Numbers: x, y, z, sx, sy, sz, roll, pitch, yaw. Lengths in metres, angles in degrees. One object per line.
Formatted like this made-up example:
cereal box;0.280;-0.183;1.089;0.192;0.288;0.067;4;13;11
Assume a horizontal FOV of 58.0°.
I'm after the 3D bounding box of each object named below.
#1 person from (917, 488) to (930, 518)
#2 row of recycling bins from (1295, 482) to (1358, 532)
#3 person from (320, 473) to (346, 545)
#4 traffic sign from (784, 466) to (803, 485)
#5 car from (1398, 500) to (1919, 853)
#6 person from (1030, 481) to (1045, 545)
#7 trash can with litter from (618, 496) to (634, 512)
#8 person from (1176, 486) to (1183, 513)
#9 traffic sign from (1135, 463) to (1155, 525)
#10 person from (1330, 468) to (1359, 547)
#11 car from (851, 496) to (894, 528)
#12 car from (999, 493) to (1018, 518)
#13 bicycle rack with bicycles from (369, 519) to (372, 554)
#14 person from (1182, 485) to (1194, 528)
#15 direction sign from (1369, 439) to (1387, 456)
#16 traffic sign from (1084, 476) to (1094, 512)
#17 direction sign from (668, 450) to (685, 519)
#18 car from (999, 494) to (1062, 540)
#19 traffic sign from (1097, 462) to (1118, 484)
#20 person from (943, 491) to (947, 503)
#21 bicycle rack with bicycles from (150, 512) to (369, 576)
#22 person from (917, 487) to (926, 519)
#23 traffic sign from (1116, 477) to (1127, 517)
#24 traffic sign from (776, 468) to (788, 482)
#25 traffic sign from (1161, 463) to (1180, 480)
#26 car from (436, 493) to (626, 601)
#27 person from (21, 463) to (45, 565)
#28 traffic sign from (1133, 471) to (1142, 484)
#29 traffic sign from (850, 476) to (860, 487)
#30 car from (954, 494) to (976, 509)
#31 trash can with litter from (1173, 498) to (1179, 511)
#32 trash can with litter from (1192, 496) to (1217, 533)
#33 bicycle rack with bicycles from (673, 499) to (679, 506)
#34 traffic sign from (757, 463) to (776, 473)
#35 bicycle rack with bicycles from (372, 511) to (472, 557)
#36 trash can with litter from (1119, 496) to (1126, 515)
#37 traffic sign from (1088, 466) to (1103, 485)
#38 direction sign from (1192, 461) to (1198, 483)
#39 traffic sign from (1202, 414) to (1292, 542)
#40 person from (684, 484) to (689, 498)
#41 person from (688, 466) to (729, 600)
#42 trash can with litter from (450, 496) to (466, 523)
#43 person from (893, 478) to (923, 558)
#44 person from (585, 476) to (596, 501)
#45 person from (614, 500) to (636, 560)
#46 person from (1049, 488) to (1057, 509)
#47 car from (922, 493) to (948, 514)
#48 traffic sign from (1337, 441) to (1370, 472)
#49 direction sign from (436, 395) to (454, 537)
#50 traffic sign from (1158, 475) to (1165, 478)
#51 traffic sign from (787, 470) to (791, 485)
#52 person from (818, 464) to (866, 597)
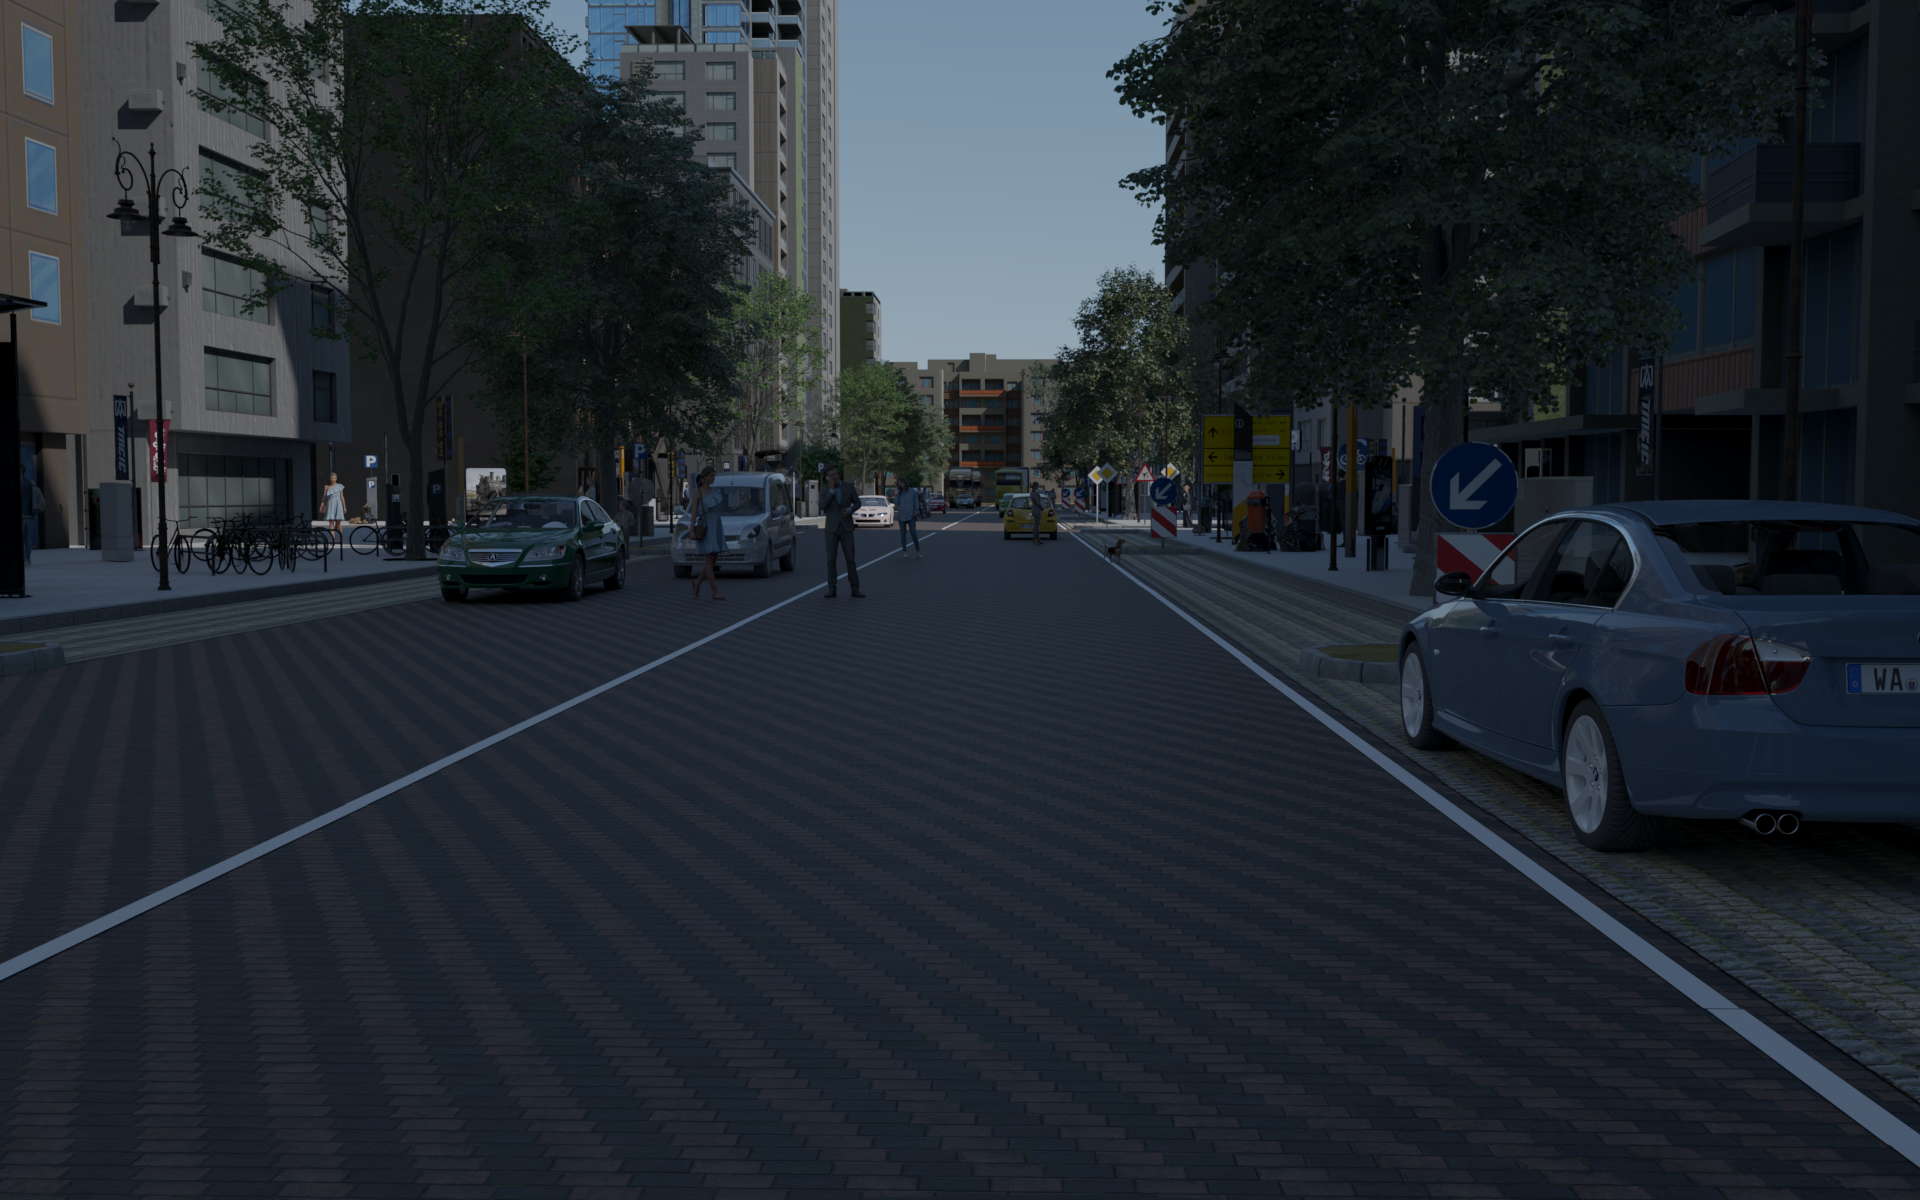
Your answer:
person;-2.202;-5.891;104.923;0.850;1.850;0.679;0;4;-4
row of recycling bins;12.802;-3.203;59.490;3.534;1.692;1.069;-2;4;-35
person;-15.673;-2.273;43.296;0.616;1.811;0.778;0;4;-8
traffic sign;-6.908;-4.262;71.877;0.795;2.593;0.064;0;4;2
car;3.380;0.233;8.191;2.014;1.417;4.499;0;4;0
person;2.248;-2.473;49.202;0.573;1.790;0.520;-2;4;-28
trash can with litter;-11.267;-2.788;56.646;2.233;1.210;1.678;1;4;9
person;15.191;-6.990;120.134;0.655;1.846;0.447;3;4;36
traffic sign;7.730;-4.426;72.373;0.884;2.594;0.081;0;4;3
person;9.245;-2.225;41.777;0.648;1.900;0.474;-2;4;-27
car;-3.852;-3.828;74.957;2.083;1.381;4.827;0;4;1
car;3.315;-5.935;105.826;1.959;1.807;4.718;0;4;3
bicycle rack with bicycles;-13.320;-1.231;33.503;2.925;0.926;2.852;-2;4;-34
person;9.007;-3.648;68.566;0.534;1.772;0.576;-1;4;-21
direction sign;17.065;-4.835;71.057;0.876;3.537;0.379;0;4;-2
traffic sign;9.051;-7.397;121.054;0.768;2.556;0.104;0;4;8
direction sign;-14.444;-5.887;88.257;0.876;3.537;0.379;0;4;1
car;2.265;-2.778;55.650;2.015;1.641;3.980;0;4;2
traffic sign;5.414;-3.747;63.460;0.795;2.593;0.064;0;4;2
person;-1.559;-10.846;186.384;0.434;1.755;0.990;-1;4;-22
bicycle rack with bicycles;-11.632;-0.909;28.238;2.852;0.926;2.925;-3;5;-39
person;-2.312;-5.495;98.124;0.755;1.850;0.659;1;4;20
traffic sign;9.092;-5.939;97.111;0.884;2.594;0.081;0;4;5
traffic sign;-8.837;-5.238;85.749;0.768;2.556;0.104;1;4;9
traffic sign;8.776;-4.432;72.192;0.795;2.593;0.064;0;4;5
car;-6.003;-0.789;24.694;2.131;1.459;4.920;0;4;0
person;-16.521;-1.491;30.406;0.794;1.824;0.713;-3;5;-43
traffic sign;9.915;-5.951;97.404;0.768;2.556;0.104;0;4;6
traffic sign;-7.389;-7.446;121.854;0.768;2.556;0.104;0;4;8
car;0.507;-9.669;169.882;2.131;1.459;4.920;0;4;0
trash can with litter;16.267;-7.307;130.859;1.055;1.170;0.624;-2;4;-32
trash can with litter;7.990;-2.772;56.709;0.624;1.170;1.055;2;4;26
bicycle rack with bicycles;-18.176;-6.315;116.633;2.925;0.926;2.852;2;4;32
traffic sign;-7.173;-3.774;63.896;0.795;2.593;0.064;0;4;2
bicycle rack with bicycles;-11.350;-1.411;36.451;2.925;0.926;2.852;-1;4;-8
trash can with litter;10.351;-5.978;108.799;2.233;1.210;1.678;3;4;36
traffic sign;5.679;-4.236;71.441;0.795;2.593;0.064;0;4;2
direction sign;16.415;-7.788;119.334;0.876;3.537;0.379;0;4;-1
traffic sign;7.313;-3.080;44.230;2.265;3.308;0.079;0;4;3
person;-14.739;-5.351;93.708;0.419;1.800;0.721;-2;4;-31
person;-3.471;-0.916;23.569;0.616;1.811;0.778;-3;5;-44
trash can with litter;-21.630;-4.012;76.651;2.233;1.210;1.678;-1;4;-16
person;-1.157;-1.848;38.981;0.793;1.790;0.793;-1;4;-19
person;-10.263;-2.564;48.316;0.624;1.780;0.694;0;4;-5
person;-7.230;-1.504;37.357;0.475;1.303;0.640;0;4;-5
person;6.016;-6.321;112.021;0.511;1.800;0.466;-2;4;-29
car;-1.919;-7.184;126.502;2.155;1.783;4.494;0;3;0
traffic sign;9.344;-2.514;41.213;0.768;2.556;0.104;1;4;8
direction sign;-11.878;-2.936;40.007;0.379;3.537;0.876;-3;4;-39
traffic sign;10.911;-5.561;93.046;0.606;2.300;0.079;0;4;7
traffic sign;-9.081;-5.555;90.925;0.768;2.556;0.104;0;4;4
person;-1.637;-0.958;23.972;0.655;1.846;0.447;0;4;-7
